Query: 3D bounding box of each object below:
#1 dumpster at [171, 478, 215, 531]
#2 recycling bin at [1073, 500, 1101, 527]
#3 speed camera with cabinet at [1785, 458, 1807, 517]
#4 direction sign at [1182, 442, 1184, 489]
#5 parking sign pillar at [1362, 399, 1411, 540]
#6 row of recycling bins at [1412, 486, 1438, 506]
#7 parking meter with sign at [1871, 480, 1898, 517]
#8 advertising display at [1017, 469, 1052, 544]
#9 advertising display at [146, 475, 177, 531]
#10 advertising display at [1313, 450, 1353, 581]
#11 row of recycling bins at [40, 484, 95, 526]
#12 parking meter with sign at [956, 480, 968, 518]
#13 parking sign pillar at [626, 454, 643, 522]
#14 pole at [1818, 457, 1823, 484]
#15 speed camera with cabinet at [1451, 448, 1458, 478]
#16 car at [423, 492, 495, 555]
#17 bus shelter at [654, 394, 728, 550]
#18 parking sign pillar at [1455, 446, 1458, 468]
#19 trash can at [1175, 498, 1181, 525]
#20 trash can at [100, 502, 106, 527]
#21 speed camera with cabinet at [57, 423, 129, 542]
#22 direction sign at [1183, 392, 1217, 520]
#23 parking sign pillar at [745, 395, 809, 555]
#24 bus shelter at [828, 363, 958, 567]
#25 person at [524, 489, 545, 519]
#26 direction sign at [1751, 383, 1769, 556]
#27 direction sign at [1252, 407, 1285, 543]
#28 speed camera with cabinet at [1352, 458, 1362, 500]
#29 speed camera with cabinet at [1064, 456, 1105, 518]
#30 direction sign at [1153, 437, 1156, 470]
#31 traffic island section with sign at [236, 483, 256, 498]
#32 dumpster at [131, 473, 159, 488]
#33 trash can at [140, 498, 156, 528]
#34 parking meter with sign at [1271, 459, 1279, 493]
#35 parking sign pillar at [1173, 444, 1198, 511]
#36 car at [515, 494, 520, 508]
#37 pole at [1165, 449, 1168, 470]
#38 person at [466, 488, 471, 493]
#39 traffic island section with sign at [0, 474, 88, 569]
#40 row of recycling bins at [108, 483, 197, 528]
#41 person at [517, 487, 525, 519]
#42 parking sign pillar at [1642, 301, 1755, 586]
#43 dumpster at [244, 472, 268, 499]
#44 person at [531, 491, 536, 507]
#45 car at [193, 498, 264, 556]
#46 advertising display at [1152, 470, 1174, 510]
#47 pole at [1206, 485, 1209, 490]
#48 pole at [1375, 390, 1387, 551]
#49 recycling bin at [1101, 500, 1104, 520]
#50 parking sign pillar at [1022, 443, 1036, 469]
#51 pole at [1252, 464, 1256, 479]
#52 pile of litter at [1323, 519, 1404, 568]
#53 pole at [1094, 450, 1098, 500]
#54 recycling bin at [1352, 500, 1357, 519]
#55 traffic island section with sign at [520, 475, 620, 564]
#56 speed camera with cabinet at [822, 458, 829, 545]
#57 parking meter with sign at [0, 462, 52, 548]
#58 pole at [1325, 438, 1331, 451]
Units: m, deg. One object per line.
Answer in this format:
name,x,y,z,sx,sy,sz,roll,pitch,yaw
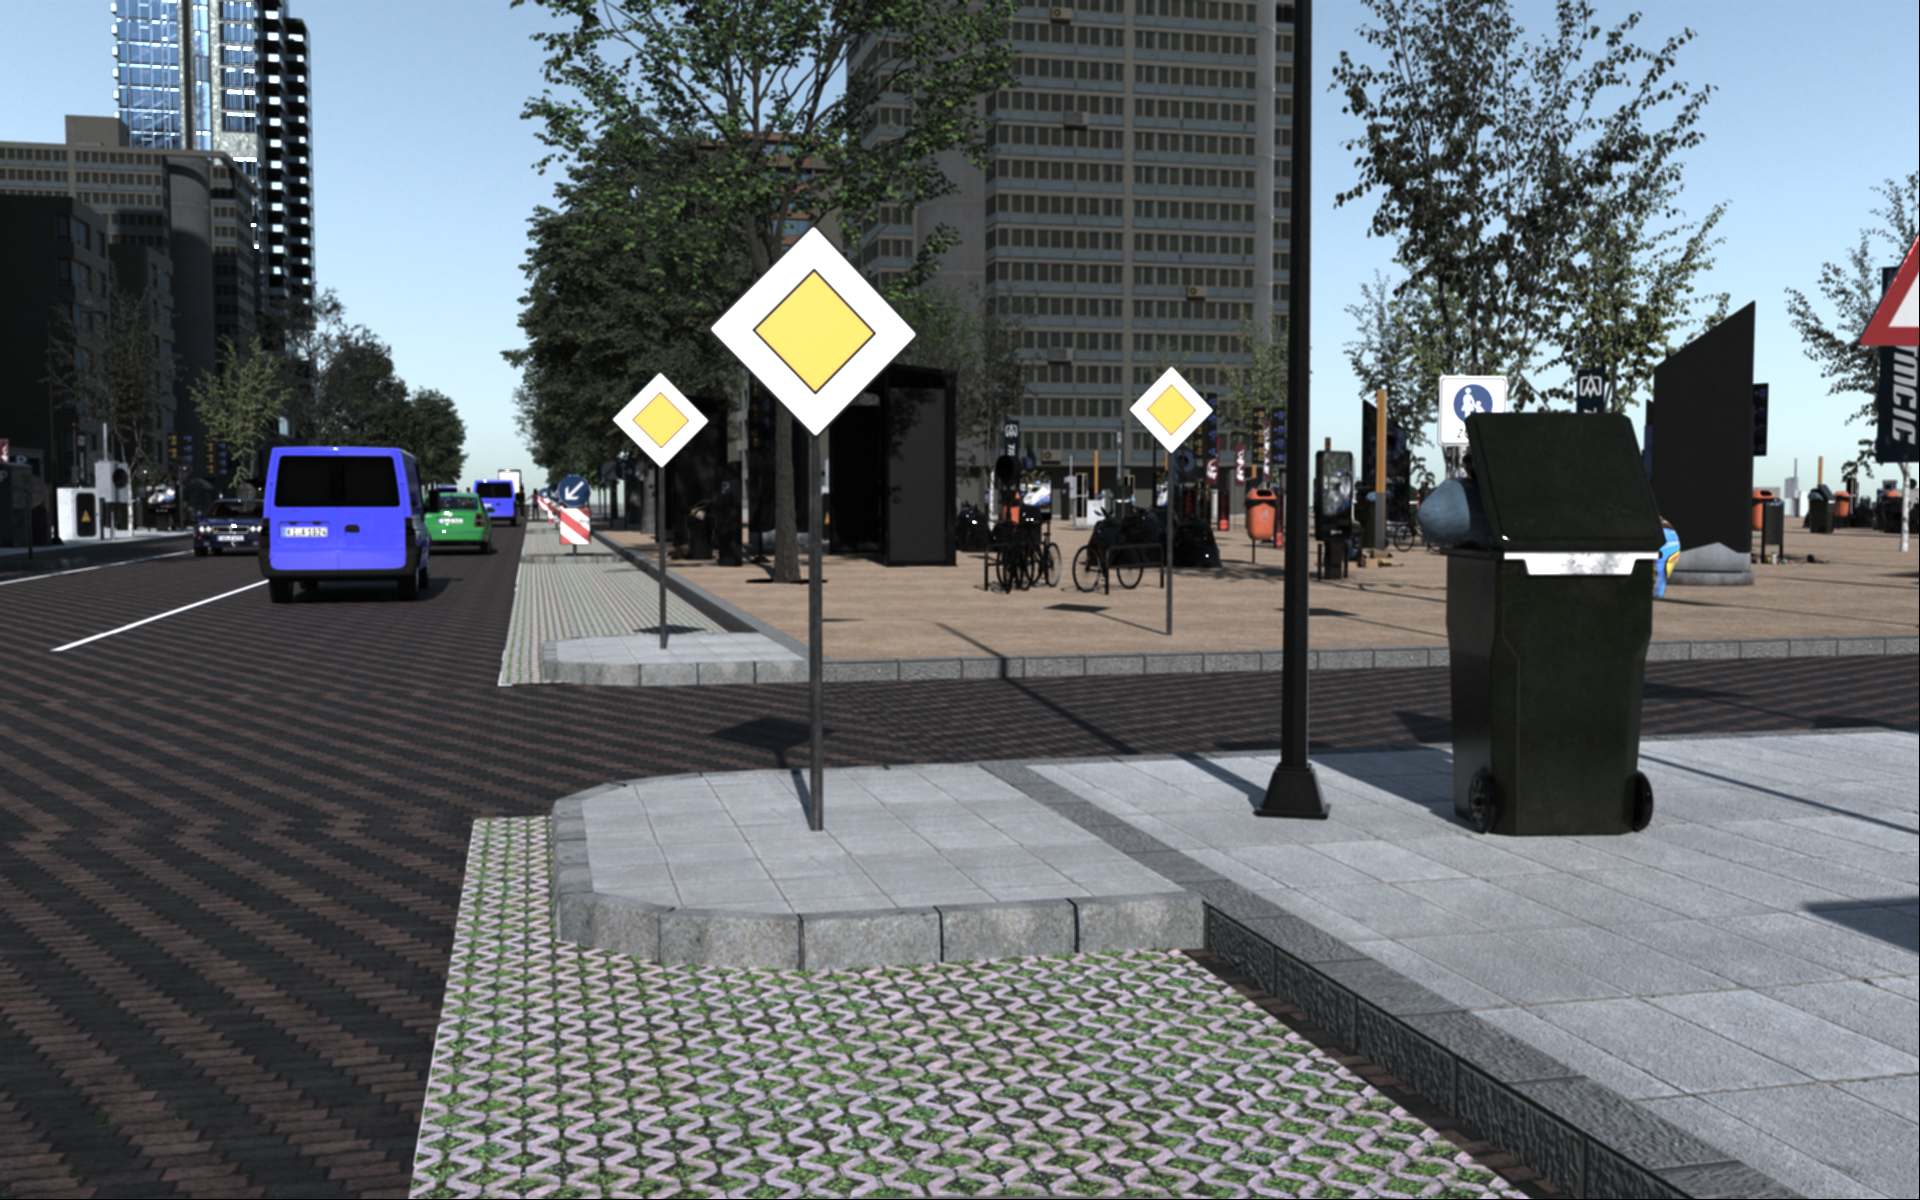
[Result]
dumpster,-27.208,-3.400,61.355,1.264,1.857,1.865,-1,4,-14
recycling bin,4.931,-3.397,68.087,0.722,1.027,0.722,-2,4,-28
speed camera with cabinet,46.474,-6.236,96.288,0.660,3.252,2.038,3,5,43
direction sign,7.368,-3.994,57.293,0.379,3.537,0.876,1,4,10
parking sign pillar,12.144,-3.725,49.371,1.447,3.967,1.447,-1,4,-10
row of recycling bins,24.513,-5.241,92.796,3.534,1.692,1.069,-1,4,-20
parking meter with sign,50.887,-6.025,94.770,1.738,3.016,0.543,3,4,38
advertising display,1.902,-2.386,44.231,0.974,1.923,0.123,-2,4,-28
advertising display,-27.525,-3.333,59.716,0.974,1.923,0.123,-1,4,-10
advertising display,5.609,-1.271,25.995,0.123,1.923,0.974,3,5,39
row of recycling bins,-35.745,-3.778,68.885,3.534,1.692,1.069,0,4,7
parking meter with sign,-0.293,-5.863,92.123,0.543,3.016,1.738,3,5,43
parking sign pillar,-14.844,-5.630,80.530,1.447,3.967,1.447,-2,4,-28
pole,46.823,-6.144,94.304,0.158,3.312,0.155,0,3,0
speed camera with cabinet,18.136,-4.138,61.999,0.660,3.252,2.038,-1,4,-10
car,-12.285,-2.030,41.992,1.959,1.807,4.718,-1,4,-14
bus shelter,-6.800,-3.137,42.574,1.731,3.624,6.357,-1,4,-14
parking sign pillar,21.678,-5.222,73.844,1.447,3.967,1.447,-1,4,-9
trash can,7.600,-2.889,58.881,0.748,1.137,0.748,0,3,0
trash can,-33.559,-3.409,67.393,0.748,1.137,0.748,0,3,0
speed camera with cabinet,-23.851,-3.260,47.641,0.660,3.252,2.038,1,4,18
direction sign,5.459,-2.854,38.666,0.379,3.537,0.876,3,5,42
parking sign pillar,-3.900,-2.983,37.241,1.447,3.967,1.447,2,4,25
bus shelter,-1.539,-2.581,33.478,1.731,3.624,6.357,-1,4,-14
person,-24.020,-5.426,97.891,1.217,1.739,0.721,-2,4,-31
direction sign,16.267,-2.679,35.794,0.379,3.537,0.876,-2,4,-28
direction sign,8.045,-3.254,45.208,0.876,3.537,0.379,-1,4,-9
speed camera with cabinet,21.010,-6.124,94.471,2.038,3.252,0.660,-1,4,-21
speed camera with cabinet,6.418,-5.798,89.138,2.038,3.252,0.660,1,4,20
direction sign,7.419,-4.530,66.061,0.379,3.537,0.876,0,4,2
traffic island section with sign,-24.753,-3.144,60.035,1.989,1.847,2.006,-1,4,-14
dumpster,-34.579,-4.344,73.521,1.502,2.255,1.985,-1,4,-14
trash can,-30.748,-3.313,65.818,0.748,1.137,0.748,0,3,0
parking meter with sign,15.818,-5.559,87.146,0.543,3.016,1.738,1,4,18
parking sign pillar,9.885,-5.404,76.831,1.447,3.967,1.447,-1,4,-9
car,-47.966,-10.803,185.426,1.959,1.807,4.718,-1,4,-13
pole,8.208,-4.562,68.437,0.158,3.312,0.155,0,3,0
person,-28.788,-5.674,101.367,0.705,1.812,1.348,2,4,28
traffic island section with sign,-18.281,-1.544,33.865,1.989,1.847,2.006,-1,4,-14
row of recycling bins,-31.163,-3.680,67.284,3.534,1.692,1.069,-2,4,-25
person,-25.561,-5.676,100.938,0.705,1.869,1.348,-2,4,-28
parking sign pillar,10.589,-2.215,24.695,1.447,3.967,1.447,2,4,31
dumpster,-25.574,-3.636,64.401,1.985,2.255,1.502,-1,4,-16
person,-45.694,-10.846,185.920,0.705,1.812,1.348,0,4,5
car,-17.126,-1.754,41.253,1.945,1.354,3.894,-1,4,-16
advertising display,5.488,-2.542,46.771,0.123,1.923,0.974,3,4,37
pole,10.814,-5.015,75.836,0.158,3.312,0.155,0,3,0
pole,8.298,-2.465,34.138,0.158,3.312,0.155,0,3,0
recycling bin,5.792,-3.754,73.935,0.722,1.027,0.722,0,4,3
parking sign pillar,3.614,-6.244,90.565,1.447,3.967,1.447,-1,4,-13
pole,13.683,-5.309,80.638,0.158,3.312,0.155,0,3,0
pile of litter,7.125,-1.012,30.512,1.719,0.858,1.176,-1,4,-20
pole,6.374,-5.330,80.985,0.158,3.312,0.155,0,3,0
recycling bin,16.310,-3.608,71.542,0.722,1.027,0.722,-1,4,-10
traffic island section with sign,-8.195,-1.690,36.266,1.989,1.847,2.006,-1,4,-14
speed camera with cabinet,-3.367,-3.049,44.189,0.660,3.252,2.038,1,4,23
parking meter with sign,-22.756,-2.783,41.765,0.543,3.016,1.738,1,4,16
pole,13.268,-4.203,62.563,0.158,3.312,0.155,0,3,0
